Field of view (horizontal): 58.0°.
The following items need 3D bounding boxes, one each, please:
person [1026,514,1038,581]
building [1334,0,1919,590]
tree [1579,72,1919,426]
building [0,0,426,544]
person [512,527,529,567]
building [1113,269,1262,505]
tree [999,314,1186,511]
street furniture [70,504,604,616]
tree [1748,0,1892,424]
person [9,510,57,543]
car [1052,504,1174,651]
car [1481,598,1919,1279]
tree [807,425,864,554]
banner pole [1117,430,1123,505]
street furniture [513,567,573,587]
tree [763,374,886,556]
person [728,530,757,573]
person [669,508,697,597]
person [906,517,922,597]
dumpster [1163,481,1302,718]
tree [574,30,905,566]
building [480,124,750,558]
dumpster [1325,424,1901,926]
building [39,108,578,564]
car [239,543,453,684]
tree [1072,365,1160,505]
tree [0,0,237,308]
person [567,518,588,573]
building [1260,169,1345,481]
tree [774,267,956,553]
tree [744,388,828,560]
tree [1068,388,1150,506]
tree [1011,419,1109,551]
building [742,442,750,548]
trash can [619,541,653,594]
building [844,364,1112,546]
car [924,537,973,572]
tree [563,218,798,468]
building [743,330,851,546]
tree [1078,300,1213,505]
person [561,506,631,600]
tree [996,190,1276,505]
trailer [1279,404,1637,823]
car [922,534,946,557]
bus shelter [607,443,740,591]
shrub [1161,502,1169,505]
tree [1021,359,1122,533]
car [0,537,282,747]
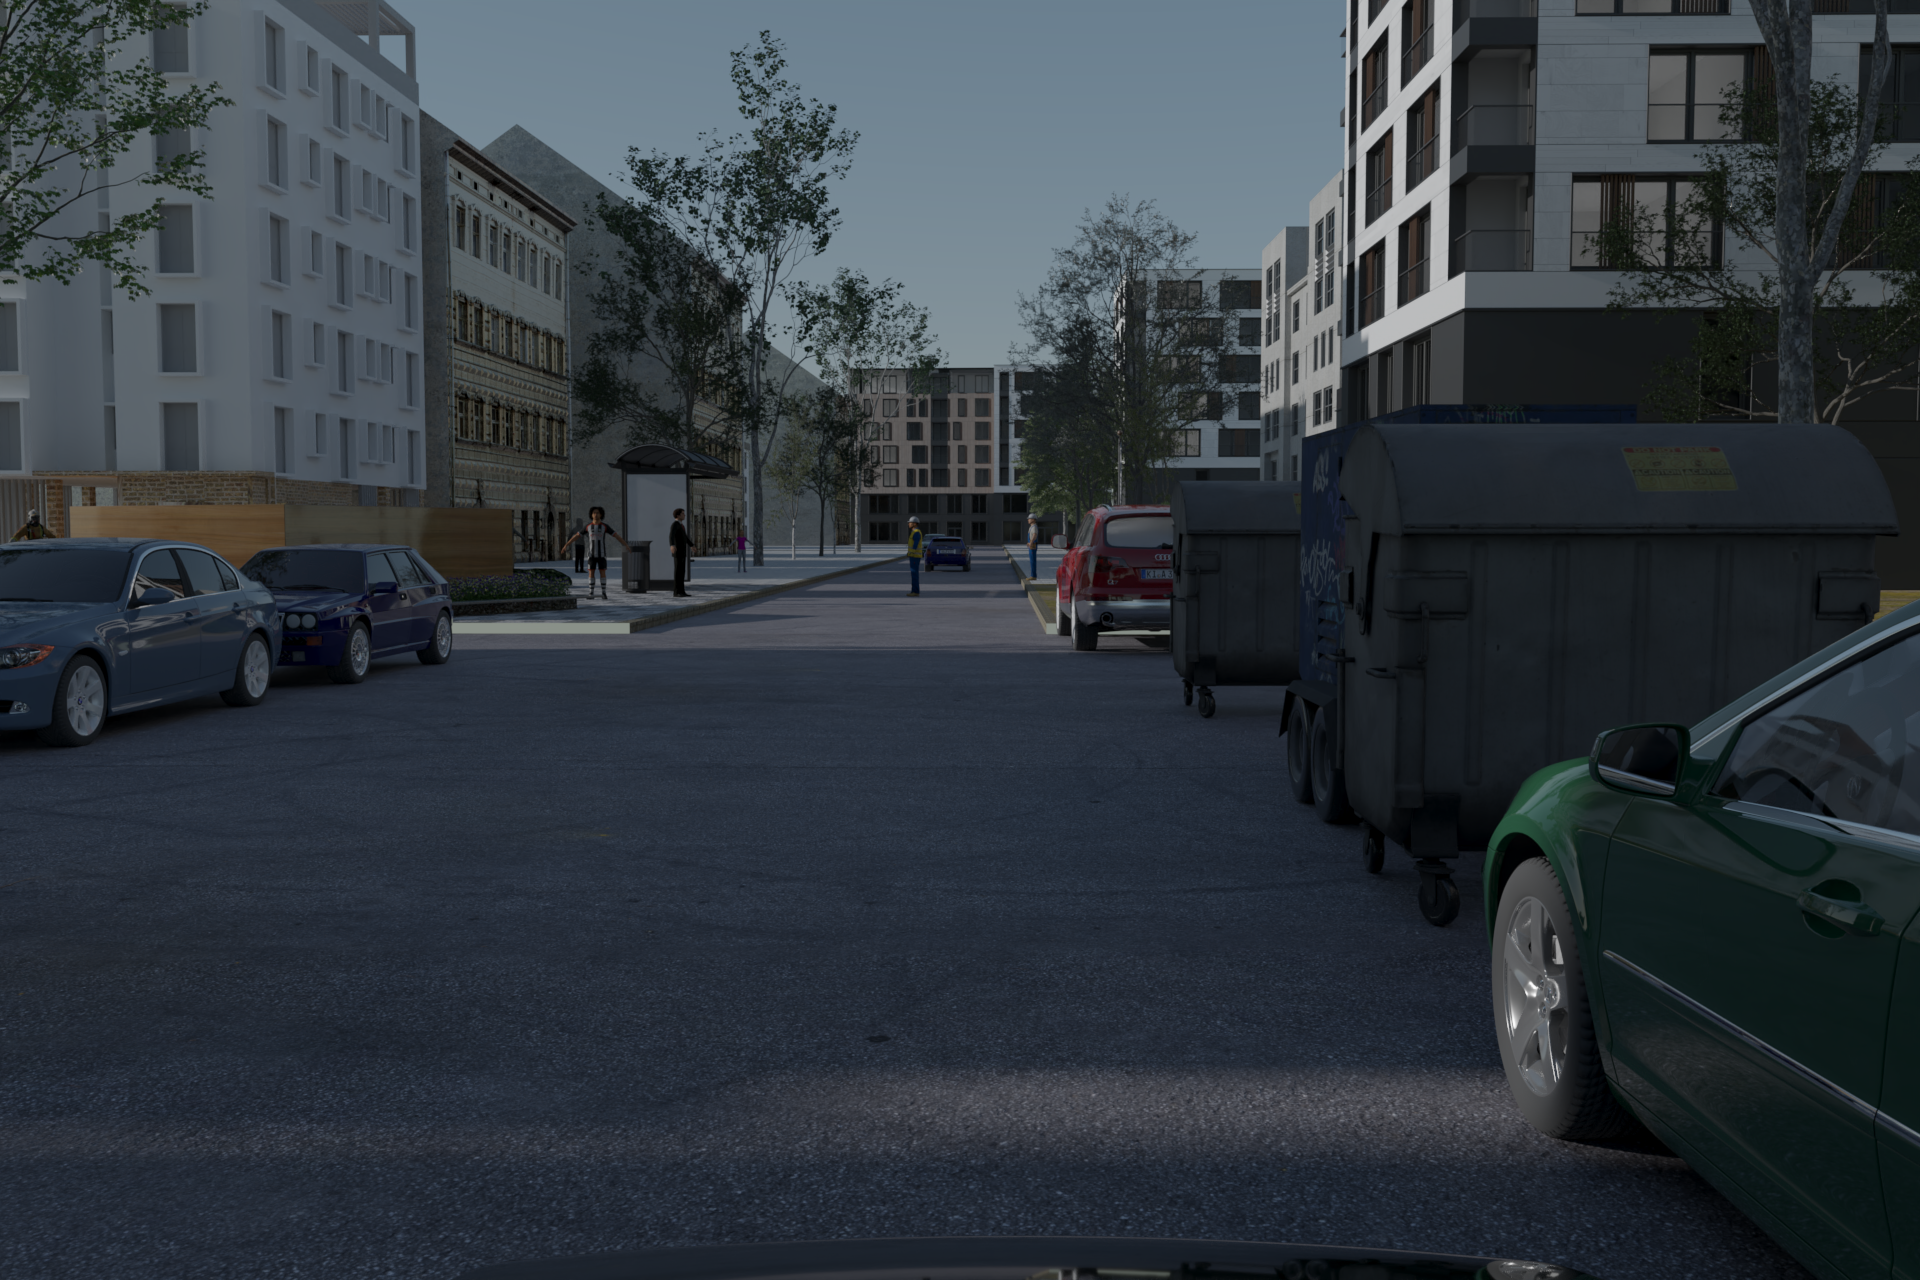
[{"bbox_3d":[1.988,-2.572,47.906,0.705,1.847,1.347,0,3,0],"label":"person"},{"bbox_3d":[25.718,-12.905,54.966,27.936,21.610,32.646,0,4,1],"label":"building"},{"bbox_3d":[16.636,-6.045,33.245,8.767,10.594,7.601,-1,4,-23],"label":"tree"},{"bbox_3d":[-25.277,-11.932,51.516,16.016,20.090,11.380,0,4,2],"label":"building"},{"bbox_3d":[-15.514,-3.257,59.527,1.348,1.796,0.705,-1,4,-15],"label":"person"},{"bbox_3d":[27.041,-18.704,149.788,27.936,21.610,32.646,0,4,1],"label":"building"},{"bbox_3d":[7.245,-11.408,96.883,12.009,13.543,11.850,0,3,0],"label":"tree"},{"bbox_3d":[-10.751,-1.249,27.269,11.010,1.723,9.812,2,4,26],"label":"street furniture"},{"bbox_3d":[7.749,-9.928,18.213,12.611,20.169,13.585,0,3,0],"label":"tree"},{"bbox_3d":[-21.775,-2.142,40.793,0.705,1.858,1.354,3,5,40],"label":"person"},{"bbox_3d":[2.381,-0.863,22.783,2.281,1.827,5.304,0,4,0],"label":"car"},{"bbox_3d":[2.280,0.555,2.732,2.131,1.459,4.920,0,3,0],"label":"car"},{"bbox_3d":[-8.066,-9.844,111.310,4.360,8.622,3.978,0,3,0],"label":"tree"},{"bbox_3d":[3.852,-3.158,41.646,0.401,3.779,0.863,0,4,2],"label":"banner pole"},{"bbox_3d":[-12.423,-1.493,40.032,5.734,0.657,10.072,0,4,5],"label":"street furniture"},{"bbox_3d":[-7.715,-10.128,100.012,7.601,10.594,8.767,-2,4,-29],"label":"tree"},{"bbox_3d":[-7.259,-2.967,57.774,0.991,1.433,0.599,-2,4,-24],"label":"person"},{"bbox_3d":[-5.678,-1.777,35.243,0.705,1.806,1.347,1,4,10],"label":"person"},{"bbox_3d":[-1.075,-1.921,39.834,0.705,1.833,1.349,0,4,-5],"label":"person"},{"bbox_3d":[2.619,-0.350,13.946,1.865,1.857,1.264,0,4,0],"label":"dumpster"},{"bbox_3d":[-8.618,-12.963,67.829,12.611,20.169,13.585,0,3,0],"label":"tree"},{"bbox_3d":[-23.461,-16.606,102.443,19.493,23.208,18.063,0,4,2],"label":"building"},{"bbox_3d":[2.454,0.087,6.786,1.865,1.857,1.264,0,4,1],"label":"dumpster"},{"bbox_3d":[-28.477,-14.946,75.299,19.493,23.208,18.063,0,4,2],"label":"building"},{"bbox_3d":[-6.563,-0.319,17.798,1.945,1.354,3.894,0,4,2],"label":"car"},{"bbox_3d":[7.133,-7.635,75.195,4.360,8.622,3.978,0,3,0],"label":"tree"},{"bbox_3d":[-13.034,-5.840,21.235,9.928,11.665,9.643,0,3,0],"label":"tree"},{"bbox_3d":[-12.500,-3.114,57.039,1.348,1.813,0.705,2,4,33],"label":"person"},{"bbox_3d":[26.942,-13.821,92.435,16.747,18.905,31.486,0,4,1],"label":"building"},{"bbox_3d":[-6.644,-16.236,121.354,12.611,20.169,13.585,0,3,0],"label":"tree"},{"bbox_3d":[-8.245,-8.348,86.844,4.360,8.622,3.978,0,3,0],"label":"tree"},{"bbox_3d":[6.899,-8.173,83.984,4.360,8.622,3.978,0,3,0],"label":"tree"},{"bbox_3d":[7.553,-12.979,130.332,7.486,12.596,7.792,0,3,0],"label":"tree"},{"bbox_3d":[-24.050,-13.399,161.227,9.099,9.664,28.070,0,4,0],"label":"building"},{"bbox_3d":[-7.018,-1.581,37.505,0.748,1.137,0.748,0,3,0],"label":"trash can"},{"bbox_3d":[2.828,-22.935,221.419,32.646,21.610,27.936,0,4,4],"label":"building"},{"bbox_3d":[-0.462,-3.332,67.053,1.945,1.354,3.894,0,4,2],"label":"car"},{"bbox_3d":[-8.653,-7.205,52.215,8.767,10.594,7.601,2,4,35],"label":"tree"},{"bbox_3d":[-22.466,-22.303,195.578,19.493,23.208,18.063,0,4,1],"label":"building"},{"bbox_3d":[6.420,-6.333,53.914,4.360,8.622,3.978,0,3,0],"label":"tree"},{"bbox_3d":[-7.123,-1.702,33.979,1.345,1.843,0.704,0,4,-5],"label":"person"},{"bbox_3d":[6.381,-9.272,61.965,12.009,13.543,11.850,0,3,0],"label":"tree"},{"bbox_3d":[2.502,-0.156,9.598,1.471,1.999,3.904,0,4,0],"label":"trailer"},{"bbox_3d":[-1.544,-5.849,107.421,2.131,1.459,4.920,0,4,2],"label":"car"},{"bbox_3d":[-6.730,-2.905,41.419,2.014,3.302,5.546,0,4,3],"label":"bus shelter"},{"bbox_3d":[4.513,-2.002,36.773,1.661,2.075,1.752,0,3,0],"label":"shrub"},{"bbox_3d":[7.309,-11.754,110.305,7.486,12.596,7.792,0,3,0],"label":"tree"},{"bbox_3d":[-6.739,-0.072,13.183,2.014,1.417,4.499,0,4,1],"label":"car"}]
